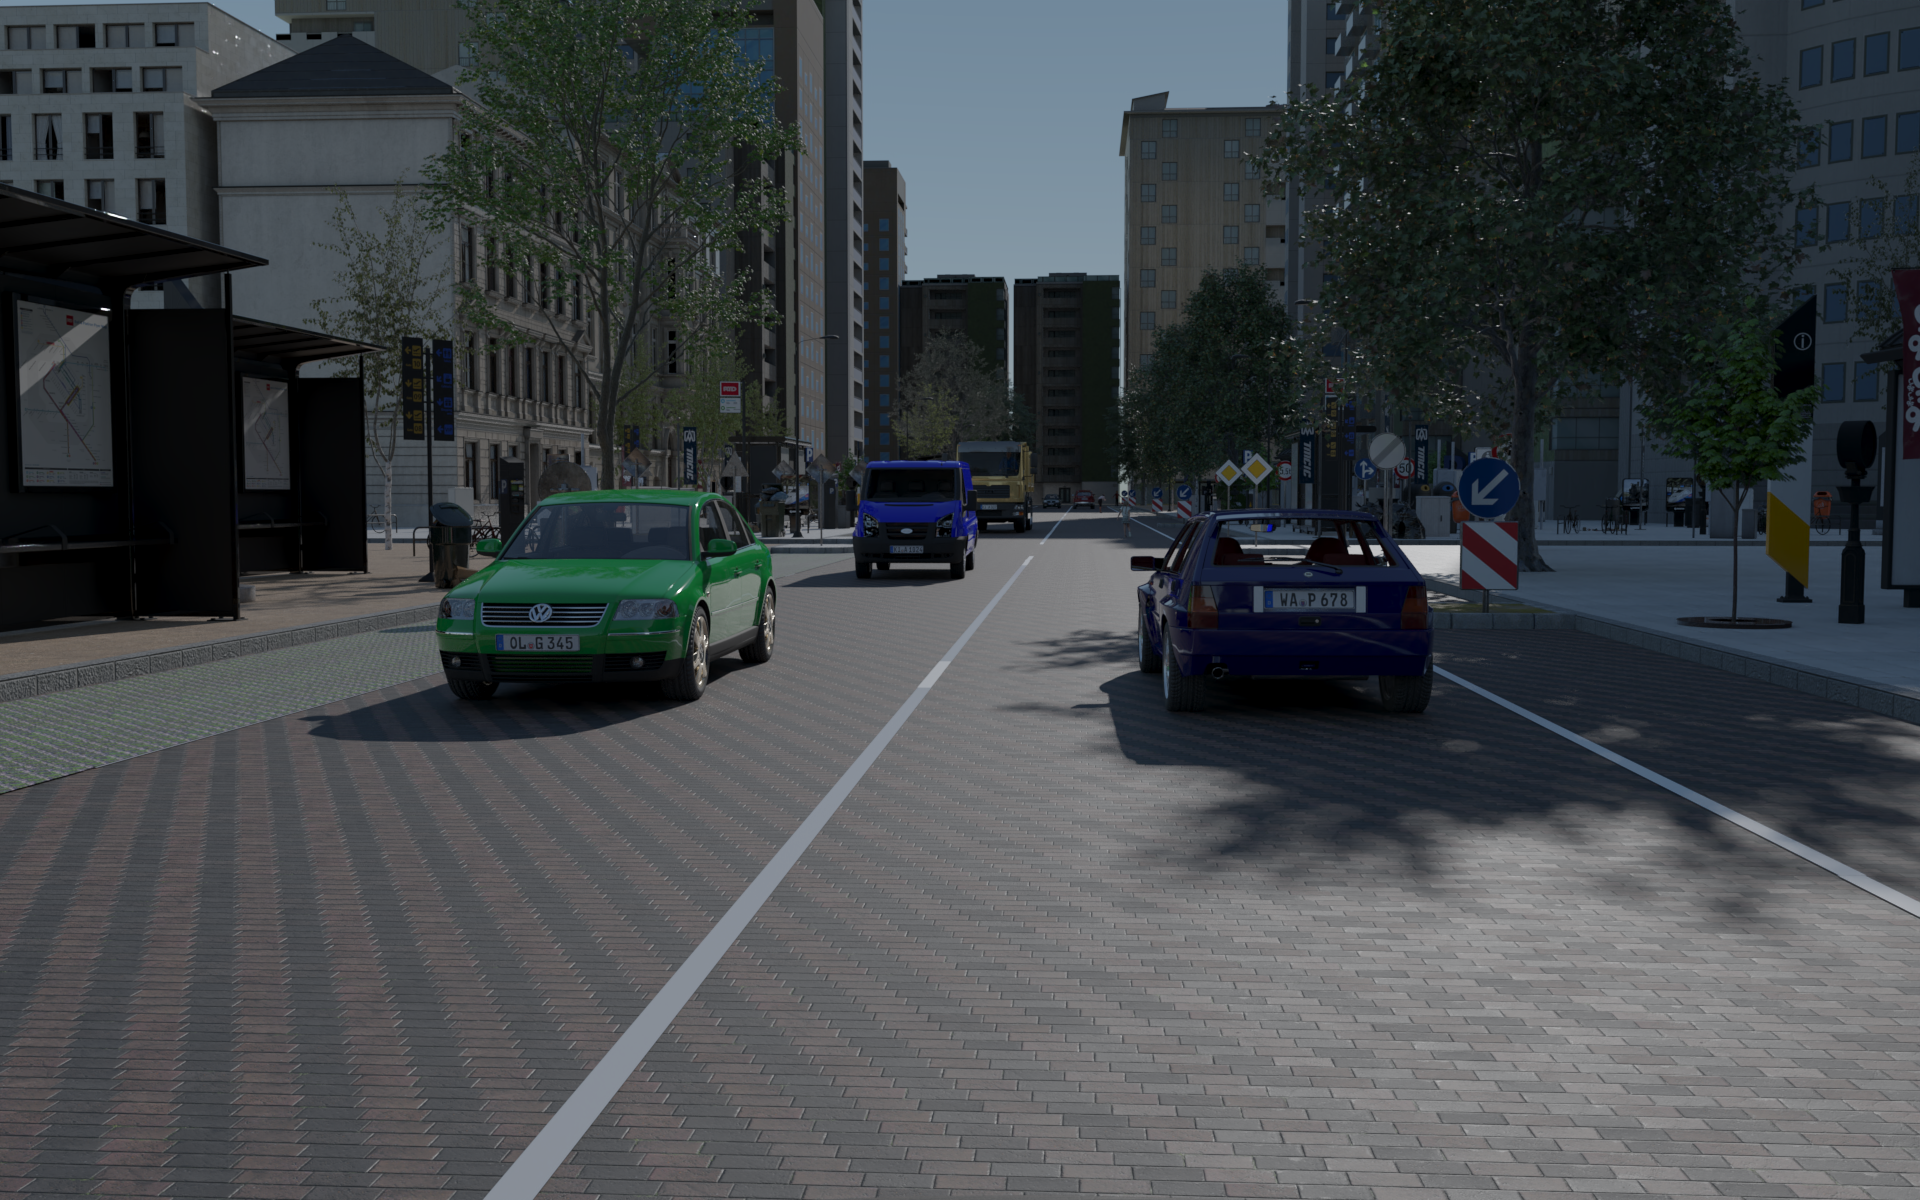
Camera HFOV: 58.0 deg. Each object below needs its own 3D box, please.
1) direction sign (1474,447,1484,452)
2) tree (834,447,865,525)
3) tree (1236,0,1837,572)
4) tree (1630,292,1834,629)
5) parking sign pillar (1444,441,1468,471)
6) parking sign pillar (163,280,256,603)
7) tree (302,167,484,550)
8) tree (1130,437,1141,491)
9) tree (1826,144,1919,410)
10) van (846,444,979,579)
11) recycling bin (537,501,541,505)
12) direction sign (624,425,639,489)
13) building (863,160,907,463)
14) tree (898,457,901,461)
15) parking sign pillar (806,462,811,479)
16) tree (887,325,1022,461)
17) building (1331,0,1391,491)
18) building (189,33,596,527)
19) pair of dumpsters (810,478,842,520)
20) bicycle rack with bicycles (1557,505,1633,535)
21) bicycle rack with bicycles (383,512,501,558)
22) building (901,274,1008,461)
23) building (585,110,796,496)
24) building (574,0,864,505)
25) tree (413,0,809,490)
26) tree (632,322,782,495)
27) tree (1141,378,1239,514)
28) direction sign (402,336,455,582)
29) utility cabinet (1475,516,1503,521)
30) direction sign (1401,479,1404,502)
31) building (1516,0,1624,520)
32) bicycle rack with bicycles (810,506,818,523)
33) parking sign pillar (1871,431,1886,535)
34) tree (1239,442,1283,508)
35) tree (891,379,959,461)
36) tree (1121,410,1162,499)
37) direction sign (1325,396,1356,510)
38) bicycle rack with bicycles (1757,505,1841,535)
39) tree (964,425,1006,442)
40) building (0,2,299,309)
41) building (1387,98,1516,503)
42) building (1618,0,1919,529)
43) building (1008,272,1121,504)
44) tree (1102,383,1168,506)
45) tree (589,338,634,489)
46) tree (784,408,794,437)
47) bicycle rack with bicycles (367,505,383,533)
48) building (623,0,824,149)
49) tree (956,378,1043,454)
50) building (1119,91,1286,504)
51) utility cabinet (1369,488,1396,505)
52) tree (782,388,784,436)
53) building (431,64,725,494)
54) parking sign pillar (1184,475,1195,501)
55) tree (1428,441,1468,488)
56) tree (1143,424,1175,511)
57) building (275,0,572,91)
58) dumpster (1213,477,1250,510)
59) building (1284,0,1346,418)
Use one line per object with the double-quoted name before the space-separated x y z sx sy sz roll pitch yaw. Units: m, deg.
"direction sign" 25.095 -5.619 83.872 0.379 3.537 0.876 -1 4 -11
"tree" -4.627 -4.731 71.949 1.663 3.219 1.824 0 3 0
"tree" 9.402 -6.814 28.417 9.611 12.733 9.660 0 3 0
"tree" 7.581 -1.351 16.693 1.663 3.219 1.824 0 3 0
"parking sign pillar" 24.949 -6.030 87.062 1.447 3.967 1.447 -3 5 -42
"parking sign pillar" -9.127 -1.953 20.411 1.447 3.967 1.447 3 5 42
"tree" -13.136 -5.472 39.835 4.360 8.622 3.978 0 3 0
"tree" 19.998 -14.331 184.666 4.737 8.622 4.395 0 3 0
"tree" 20.740 -5.316 37.280 4.360 8.622 3.978 0 3 0
"van" -0.742 -1.635 31.124 2.240 2.365 5.245 0 4 3
"recycling bin" -14.311 -2.942 60.662 0.722 1.027 0.722 3 4 38
"direction sign" -10.764 -3.968 56.868 0.379 3.537 0.876 1 4 22
"building" -14.702 -35.574 231.753 14.200 45.320 14.600 0 4 4
"tree" -3.033 -5.794 89.333 1.663 3.219 1.824 0 3 0
"parking sign pillar" -8.532 -6.312 91.667 1.447 3.967 1.447 2 4 26
"tree" -0.297 -13.133 125.099 12.009 13.543 11.850 0 3 0
"building" 42.328 -31.772 139.088 23.786 49.044 30.456 0 4 4
"building" -23.209 -12.877 75.159 10.561 19.102 19.286 0 4 4
"pair of dumpsters" -6.827 -5.064 85.295 1.574 2.255 4.437 0 4 4
"bicycle rack with bicycles" 20.377 -2.580 55.565 2.852 0.926 2.925 2 4 27
"bicycle rack with bicycles" -9.786 -1.357 35.566 2.925 0.926 2.852 -3 5 -41
"building" -0.618 -28.075 230.721 14.107 30.474 14.160 0 4 4
"building" -20.796 -22.174 134.246 14.160 30.474 14.107 0 4 4
"building" -24.432 -38.918 178.305 28.212 58.520 21.231 0 4 4
"tree" -6.548 -6.512 32.223 9.928 11.665 9.643 0 3 0
"tree" -10.506 -7.468 72.462 4.737 8.622 4.395 0 3 0
"tree" 13.440 -8.962 96.894 4.737 8.622 4.395 0 3 0
"direction sign" -7.745 -2.037 25.299 0.379 3.537 0.876 2 4 35
"utility cabinet" 15.349 -2.498 49.518 1.173 1.500 0.318 3 4 37
"direction sign" 25.332 -6.559 99.229 0.379 3.537 0.876 0 4 4
"building" 36.359 -24.819 89.381 14.154 41.232 14.086 0 4 4
"bicycle rack with bicycles" -6.371 -3.814 75.736 2.925 0.926 2.852 0 4 -6
"parking sign pillar" 29.277 -4.005 53.957 1.447 3.967 1.447 -1 4 -19
"tree" 11.098 -4.258 64.225 1.663 3.219 1.824 0 3 0
"tree" -2.004 -9.775 110.189 4.360 8.622 3.978 0 3 0
"tree" 18.694 -14.021 163.654 7.601 10.594 8.767 0 4 -7
"direction sign" 8.849 -2.955 40.313 0.379 3.537 0.876 -3 4 -37
"bicycle rack with bicycles" 26.187 -2.524 54.643 2.925 0.926 2.852 -2 4 -29
"tree" 2.495 -13.388 169.259 4.737 8.622 4.395 0 3 0
"building" -37.305 -13.255 71.479 16.860 20.320 10.420 0 4 4
"building" 35.709 -21.068 116.163 14.160 30.474 14.107 0 4 4
"building" 44.217 -32.282 69.814 28.212 58.520 21.231 0 4 4
"building" 14.065 -27.969 228.996 14.107 30.474 14.160 0 4 4
"tree" 20.589 -17.521 193.126 9.857 13.997 8.962 0 3 0
"tree" -14.755 -7.783 77.614 4.737 8.622 4.395 0 3 0
"tree" -12.590 -9.896 112.168 4.737 8.622 4.395 0 3 0
"bicycle rack with bicycles" -19.903 -2.636 56.481 2.852 0.926 2.925 2 4 30
"building" -19.492 -30.444 147.863 14.600 45.320 14.200 0 4 4
"tree" 4.203 -17.273 189.066 9.857 13.997 8.962 0 3 0
"building" 35.510 -39.478 234.703 27.495 52.752 28.713 0 4 4
"utility cabinet" 14.310 -3.061 58.723 0.318 1.500 1.173 -1 4 -19
"tree" -11.999 -8.225 84.837 4.737 8.622 4.395 0 3 0
"building" -22.694 -17.302 101.973 14.460 24.649 34.723 0 4 4
"parking sign pillar" 16.034 -8.102 120.946 1.447 3.967 1.447 0 4 -8
"tree" 30.139 -7.549 107.135 4.285 4.588 4.351 0 3 0
"tree" 15.671 -10.949 129.379 4.360 8.622 3.978 0 3 0
"building" -52.890 -35.943 176.899 27.495 52.752 28.713 0 4 4
"dumpster" 11.443 -4.296 72.739 1.502 2.255 1.985 0 4 4
"building" 42.608 -38.395 169.758 21.231 58.520 28.212 0 4 4
